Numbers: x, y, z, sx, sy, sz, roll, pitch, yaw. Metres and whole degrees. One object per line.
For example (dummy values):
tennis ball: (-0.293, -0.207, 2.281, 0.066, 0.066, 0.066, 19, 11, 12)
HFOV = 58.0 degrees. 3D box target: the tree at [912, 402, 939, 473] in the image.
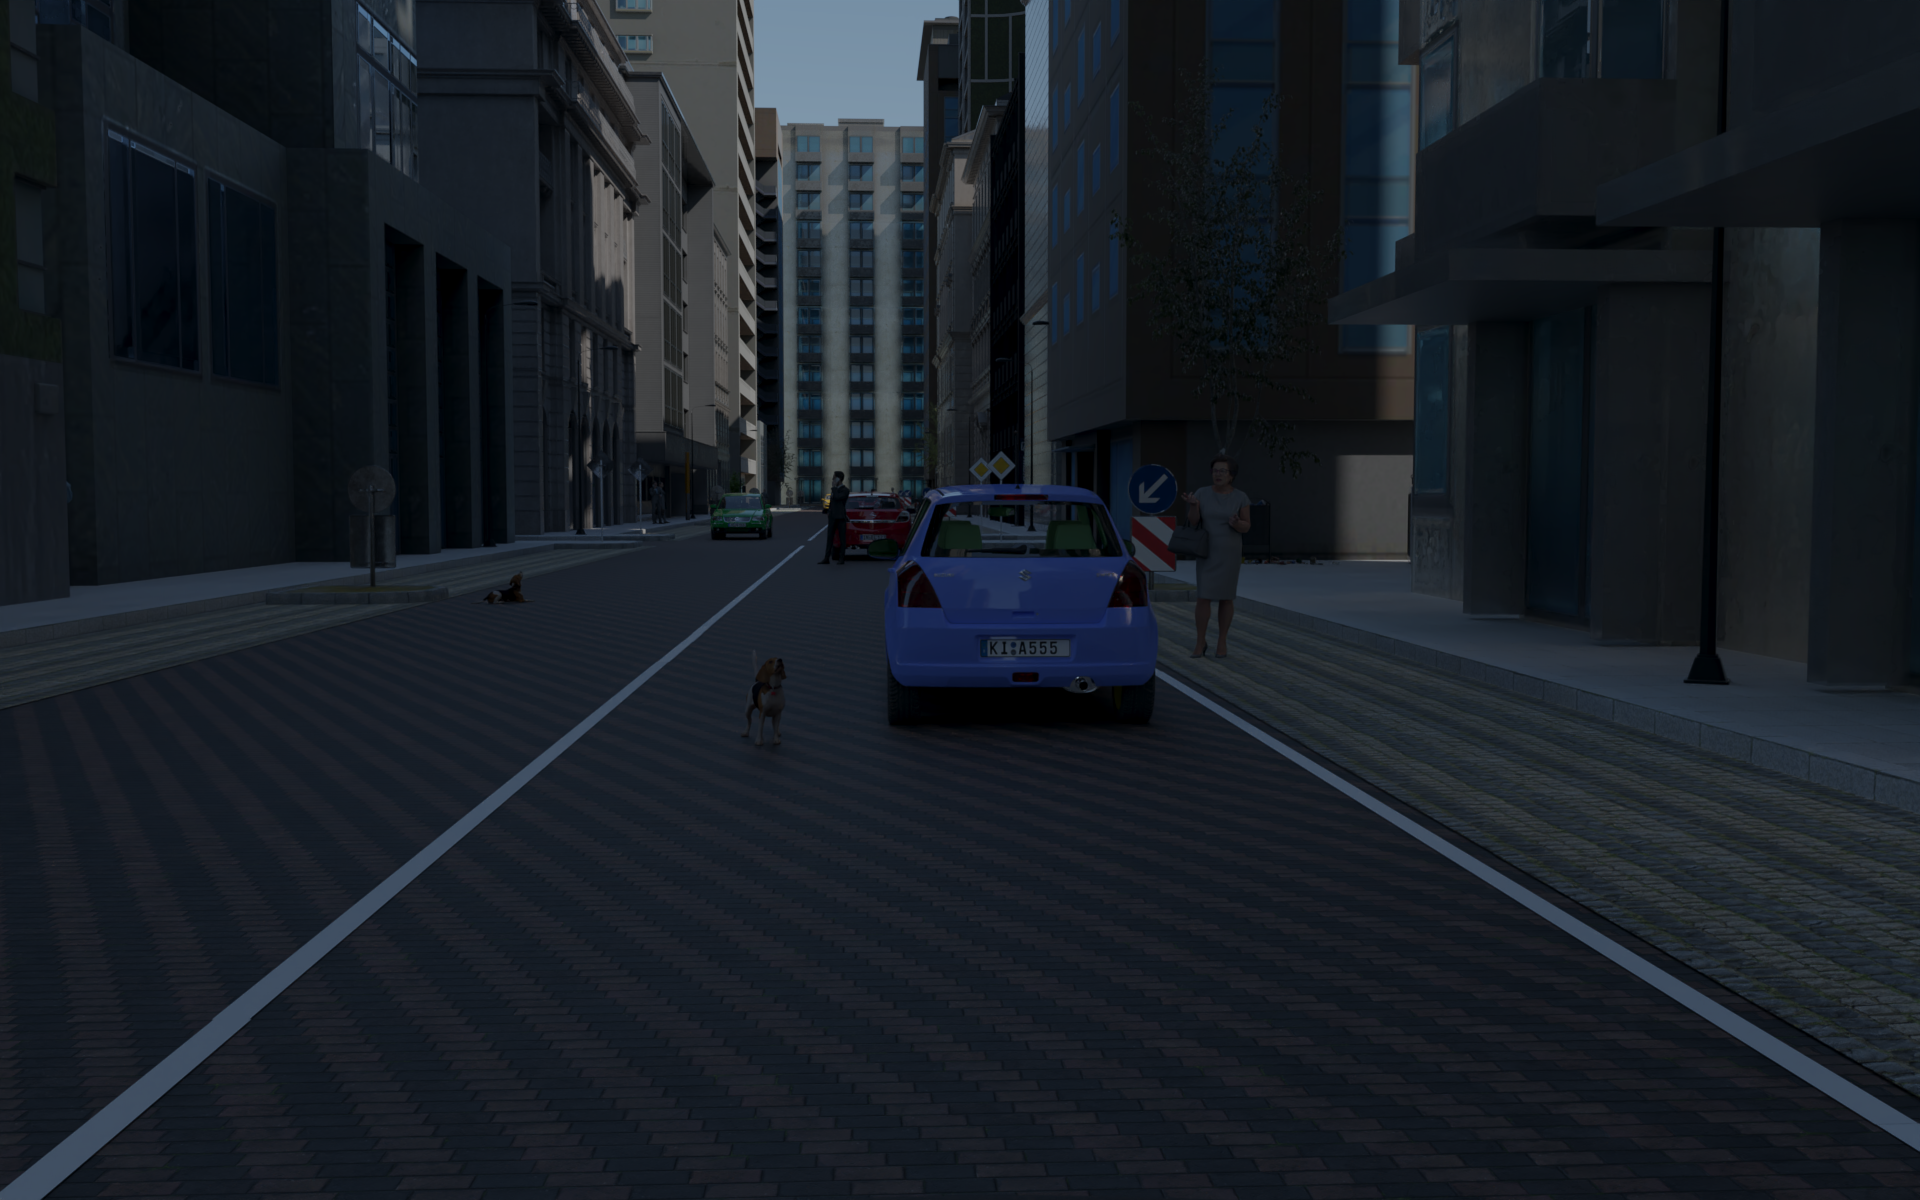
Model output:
tree: (-1.382, -11.314, 135.353, 4.737, 8.622, 4.395, 0, 3, 0)

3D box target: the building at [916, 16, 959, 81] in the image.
building: (9.983, -36.842, 191.602, 28.713, 52.752, 27.495, 0, 4, -3)

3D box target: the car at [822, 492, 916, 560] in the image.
car: (-2.034, -1.837, 39.074, 2.155, 1.783, 4.494, 0, 4, -5)

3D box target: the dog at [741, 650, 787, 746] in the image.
dog: (-1.122, 0.565, 10.057, 0.540, 0.507, 0.406, 2, 4, 34)

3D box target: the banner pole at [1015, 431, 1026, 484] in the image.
banner pole: (2.448, -4.802, 68.530, 0.863, 3.779, 0.401, 1, 4, 10)

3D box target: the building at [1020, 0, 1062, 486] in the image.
building: (17.461, -17.303, 60.394, 29.804, 29.767, 11.434, 0, 4, -3)

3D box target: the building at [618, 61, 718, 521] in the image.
building: (-21.251, -16.664, 91.529, 14.314, 24.678, 30.058, 0, 4, -3)

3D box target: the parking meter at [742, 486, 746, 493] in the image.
parking meter: (-15.225, -7.118, 122.092, 0.255, 1.863, 0.399, -1, 4, -13)

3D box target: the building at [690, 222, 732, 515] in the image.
building: (-20.830, -16.310, 115.818, 9.793, 20.994, 18.267, 0, 4, -3)

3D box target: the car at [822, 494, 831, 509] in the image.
car: (-11.215, -8.739, 153.098, 2.015, 1.641, 3.980, 0, 4, -3)

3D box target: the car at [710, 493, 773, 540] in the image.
car: (-7.026, -2.881, 55.899, 1.959, 1.807, 4.718, 0, 4, -3)

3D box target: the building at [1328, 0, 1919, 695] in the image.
building: (16.108, -23.812, 8.943, 23.786, 49.044, 30.456, 0, 4, -3)

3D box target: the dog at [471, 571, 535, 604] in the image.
dog: (-6.021, -0.160, 22.810, 0.748, 0.427, 0.550, 0, 4, 2)

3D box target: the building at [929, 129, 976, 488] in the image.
building: (4.592, -19.587, 117.512, 12.463, 27.353, 25.104, 0, 4, -3)

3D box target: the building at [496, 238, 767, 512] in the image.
building: (-29.520, -52.091, 164.365, 22.319, 86.520, 31.000, 0, 4, -3)

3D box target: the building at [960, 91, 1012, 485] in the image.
building: (6.090, -16.254, 94.627, 11.050, 23.489, 19.941, 0, 4, -3)

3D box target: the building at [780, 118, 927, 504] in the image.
building: (-12.763, -36.946, 223.679, 30.456, 49.044, 23.786, 0, 4, -3)

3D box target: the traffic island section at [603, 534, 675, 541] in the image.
traffic island section: (-10.010, -1.948, 54.132, 2.009, 0.180, 2.903, 0, 4, -3)

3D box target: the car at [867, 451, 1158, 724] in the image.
car: (0.315, -0.154, 12.102, 1.945, 1.707, 3.694, 0, 4, -3)

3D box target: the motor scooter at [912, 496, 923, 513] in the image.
motor scooter: (-3.184, -7.125, 129.276, 0.815, 1.314, 1.986, 0, 4, -4)

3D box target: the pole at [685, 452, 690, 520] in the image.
pole: (-13.279, -5.538, 84.387, 0.158, 3.312, 0.155, 0, 3, 0)

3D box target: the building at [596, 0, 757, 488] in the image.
building: (-27.786, -31.518, 139.020, 21.300, 48.544, 21.600, 0, 4, -3)

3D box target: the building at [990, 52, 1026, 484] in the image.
building: (8.027, -15.095, 76.480, 12.332, 23.373, 15.834, 0, 4, -3)

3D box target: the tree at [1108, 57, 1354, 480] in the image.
tree: (4.554, -4.839, 29.475, 4.360, 8.622, 3.978, 0, 3, 0)

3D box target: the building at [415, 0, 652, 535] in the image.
building: (-19.596, -13.630, 64.658, 13.314, 21.916, 24.055, 0, 4, -3)

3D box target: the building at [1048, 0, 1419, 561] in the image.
building: (9.640, -23.786, 39.020, 14.600, 45.320, 14.200, 0, 4, -3)

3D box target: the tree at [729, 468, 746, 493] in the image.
tree: (-16.769, -8.192, 128.535, 1.663, 3.219, 1.824, 0, 3, 0)

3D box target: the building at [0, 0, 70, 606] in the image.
building: (-17.679, -20.149, 13.031, 14.154, 41.232, 14.086, 0, 4, -3)

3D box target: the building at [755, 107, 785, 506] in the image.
building: (-27.509, -33.438, 196.813, 14.200, 45.320, 14.600, 0, 4, -3)

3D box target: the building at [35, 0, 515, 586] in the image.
building: (-26.598, -43.938, 31.062, 31.000, 86.520, 22.319, 0, 4, -3)

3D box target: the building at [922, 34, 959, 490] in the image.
building: (3.553, -31.837, 170.638, 14.600, 45.320, 14.200, 0, 4, -3)

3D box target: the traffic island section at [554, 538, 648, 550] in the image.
traffic island section: (-9.574, -1.460, 46.159, 2.009, 0.180, 2.903, 0, 4, -3)

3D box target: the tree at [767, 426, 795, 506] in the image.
tree: (-19.415, -14.427, 186.240, 4.360, 8.622, 3.978, 0, 3, 0)

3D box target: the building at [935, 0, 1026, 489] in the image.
building: (8.426, -43.625, 151.522, 20.563, 71.187, 20.611, 0, 4, -3)
